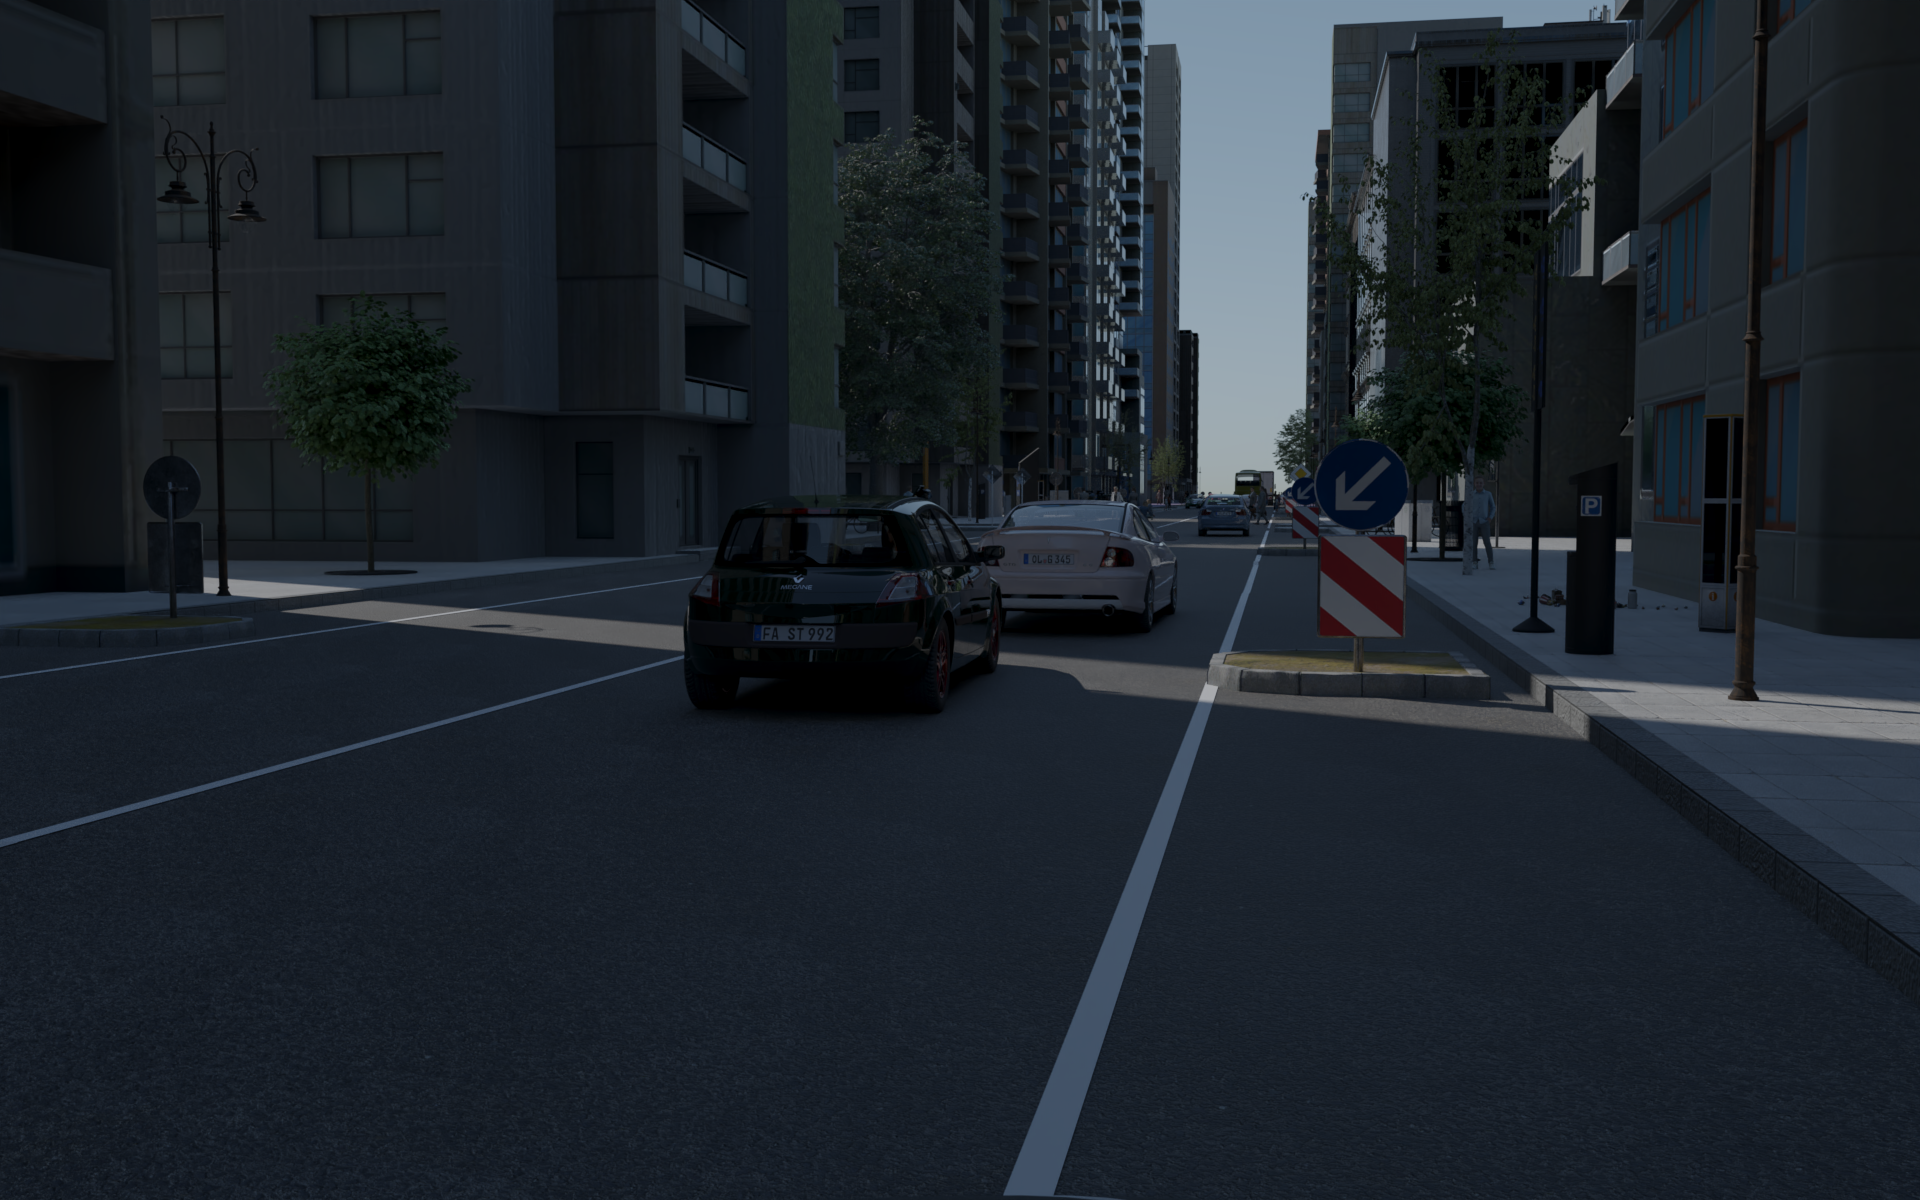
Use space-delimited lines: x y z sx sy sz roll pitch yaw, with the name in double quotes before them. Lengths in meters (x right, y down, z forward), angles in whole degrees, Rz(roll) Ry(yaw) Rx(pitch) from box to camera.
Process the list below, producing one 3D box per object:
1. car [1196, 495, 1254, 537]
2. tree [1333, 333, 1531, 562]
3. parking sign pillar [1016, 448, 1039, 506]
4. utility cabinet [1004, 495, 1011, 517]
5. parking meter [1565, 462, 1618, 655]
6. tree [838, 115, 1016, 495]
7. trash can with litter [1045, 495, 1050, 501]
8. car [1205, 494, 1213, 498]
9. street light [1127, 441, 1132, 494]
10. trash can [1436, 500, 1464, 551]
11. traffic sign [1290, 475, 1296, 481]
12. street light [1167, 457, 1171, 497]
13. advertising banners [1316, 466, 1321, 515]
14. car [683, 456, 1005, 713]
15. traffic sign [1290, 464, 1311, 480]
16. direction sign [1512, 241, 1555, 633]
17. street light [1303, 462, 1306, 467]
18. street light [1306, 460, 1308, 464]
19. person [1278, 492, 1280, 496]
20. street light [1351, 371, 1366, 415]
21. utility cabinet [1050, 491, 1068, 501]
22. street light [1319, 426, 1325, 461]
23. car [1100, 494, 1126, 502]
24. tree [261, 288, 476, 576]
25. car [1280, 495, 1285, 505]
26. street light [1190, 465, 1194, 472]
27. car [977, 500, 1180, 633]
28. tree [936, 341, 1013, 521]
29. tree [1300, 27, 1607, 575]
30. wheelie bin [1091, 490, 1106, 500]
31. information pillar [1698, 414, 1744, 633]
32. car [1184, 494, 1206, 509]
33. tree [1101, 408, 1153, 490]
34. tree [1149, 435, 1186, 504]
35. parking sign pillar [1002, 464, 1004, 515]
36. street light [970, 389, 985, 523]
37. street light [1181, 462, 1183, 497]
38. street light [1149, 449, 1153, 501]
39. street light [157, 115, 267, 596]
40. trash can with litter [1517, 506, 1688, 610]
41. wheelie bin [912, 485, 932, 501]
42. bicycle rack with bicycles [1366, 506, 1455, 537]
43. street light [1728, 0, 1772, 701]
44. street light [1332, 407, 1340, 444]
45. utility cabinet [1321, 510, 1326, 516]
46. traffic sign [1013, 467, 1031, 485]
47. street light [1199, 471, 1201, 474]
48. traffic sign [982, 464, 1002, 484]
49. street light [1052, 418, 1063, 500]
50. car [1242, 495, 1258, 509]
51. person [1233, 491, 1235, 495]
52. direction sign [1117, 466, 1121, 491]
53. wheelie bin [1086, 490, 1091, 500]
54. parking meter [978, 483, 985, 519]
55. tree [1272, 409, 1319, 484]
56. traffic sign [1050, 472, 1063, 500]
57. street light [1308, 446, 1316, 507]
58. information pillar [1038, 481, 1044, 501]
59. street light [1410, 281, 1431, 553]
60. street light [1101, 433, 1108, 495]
"car" 9.141 -2.927 59.858 2.014 1.417 4.499 1 4 9
"tree" 9.246 -3.039 33.400 4.285 4.588 4.351 0 3 0
"parking sign pillar" 3.949 -6.876 100.893 1.447 3.967 1.447 -2 4 -28
"utility cabinet" 2.284 -4.423 83.485 0.306 1.237 1.020 0 4 -2
"parking meter" 5.075 -0.337 13.922 0.372 1.533 0.369 0 3 0
"tree" -2.988 -9.346 59.459 9.857 13.997 8.962 0 3 0
"trash can with litter" 8.379 -8.344 147.488 2.233 1.210 1.678 -1 4 -16
"car" 31.942 -12.772 217.861 2.155 1.783 4.494 1 4 11
"street light" 14.816 -10.934 151.552 0.468 5.910 1.993 1 4 10
"trash can" 11.102 -1.672 38.994 0.748 1.137 0.748 0 3 0
"traffic sign" 14.398 -4.366 73.575 0.795 2.593 0.064 1 4 10
"street light" 24.928 -14.314 206.827 0.468 5.910 1.993 1 4 10
"advertising banners" 21.992 -6.726 106.158 0.090 3.025 2.074 0 4 2
"car" -0.730 -0.186 12.820 2.009 1.686 4.222 1 4 9
"traffic sign" 12.945 -3.886 65.723 0.795 2.593 0.064 1 4 10
"direction sign" 5.346 -1.470 16.038 0.379 3.537 0.876 1 4 12
"street light" 38.670 -13.476 193.123 0.468 5.910 1.993 1 4 10
"street light" 33.591 -11.796 165.658 0.468 5.910 1.993 1 4 10
"person" 54.620 -17.599 296.243 1.348 1.824 0.705 -3 5 -42
"street light" 14.915 -5.637 64.960 0.468 5.910 1.993 1 4 10
"utility cabinet" 6.372 -6.272 111.232 1.173 1.500 0.318 0 4 4
"street light" 24.764 -8.913 118.523 0.468 5.910 1.993 1 4 10
"car" 9.928 -6.357 113.717 2.009 1.686 4.222 1 4 10
"tree" -9.458 -2.703 27.900 4.285 4.588 4.351 0 3 0
"car" 39.566 -12.103 210.237 2.083 1.381 4.827 1 4 12
"street light" 34.979 -17.626 260.971 0.468 5.910 1.993 1 4 10
"car" 1.371 -0.433 19.445 2.083 1.381 4.827 1 4 12
"tree" 0.460 -8.018 81.454 4.737 8.622 4.395 0 3 0
"tree" 7.845 -4.708 27.337 4.737 8.622 4.395 0 3 0
"wheelie bin" 11.246 -7.955 137.974 0.980 1.594 0.693 -1 4 -17
"information pillar" 7.093 -0.708 16.063 0.304 2.012 0.304 -2 4 -31
"car" 23.131 -9.679 170.054 2.131 1.459 4.920 1 4 11
"tree" 13.879 -12.014 146.785 4.360 8.622 3.978 0 3 0
"tree" 27.702 -16.873 226.232 4.737 8.622 4.395 0 3 0
"parking sign pillar" 2.011 -7.207 106.307 1.447 3.967 1.447 1 4 22
"street light" 0.762 -6.331 76.291 0.468 5.910 1.993 1 4 10
"street light" 29.887 -15.935 233.325 0.468 5.910 1.993 1 4 10
"street light" 19.759 -12.615 179.036 0.468 5.910 1.993 1 4 10
"street light" -9.283 -2.989 21.659 0.468 5.910 1.993 1 4 10
"trash can with litter" 7.278 -0.555 20.137 1.678 1.210 2.233 0 4 -3
"wheelie bin" -1.397 -3.372 63.047 0.693 1.594 0.980 1 4 14
"bicycle rack with bicycles" 13.629 -2.391 52.474 2.925 0.926 2.852 -1 4 -14
"street light" 4.888 -2.314 10.627 0.468 5.910 1.993 1 4 10
"street light" 19.685 -7.220 90.827 0.468 5.910 1.993 1 4 10
"utility cabinet" 21.281 -5.462 100.458 0.306 1.237 1.020 3 4 37
"traffic sign" 2.705 -4.499 75.752 0.795 2.593 0.064 1 4 10
"street light" 39.922 -19.287 288.126 0.468 5.910 1.993 1 4 10
"traffic sign" 1.252 -4.019 67.900 0.795 2.593 0.064 1 4 10
"street light" 5.855 -8.004 103.659 0.468 5.910 1.993 1 4 10
"car" 22.795 -7.580 136.288 2.083 1.381 4.827 1 4 9
"person" 37.086 -13.791 234.062 0.705 1.814 1.350 -1 4 -19
"direction sign" 12.749 -9.001 139.160 0.379 3.537 0.876 1 4 23
"wheelie bin" 11.093 -8.592 148.393 0.980 1.594 0.693 1 4 21
"parking meter" 1.081 -5.056 88.372 0.399 1.863 0.255 -2 4 -28
"tree" 45.050 -19.059 229.747 7.486 12.596 7.792 0 3 0
"traffic sign" 5.565 -6.140 100.489 0.768 2.556 0.104 1 4 12
"street light" 29.828 -10.599 146.082 0.468 5.910 1.993 1 4 10
"information pillar" 4.525 -5.650 96.862 0.304 2.012 0.304 0 4 1
"street light" 9.963 -3.977 37.806 0.468 5.910 1.993 1 4 10
"street light" 10.940 -9.704 131.445 0.468 5.910 1.993 1 4 10
